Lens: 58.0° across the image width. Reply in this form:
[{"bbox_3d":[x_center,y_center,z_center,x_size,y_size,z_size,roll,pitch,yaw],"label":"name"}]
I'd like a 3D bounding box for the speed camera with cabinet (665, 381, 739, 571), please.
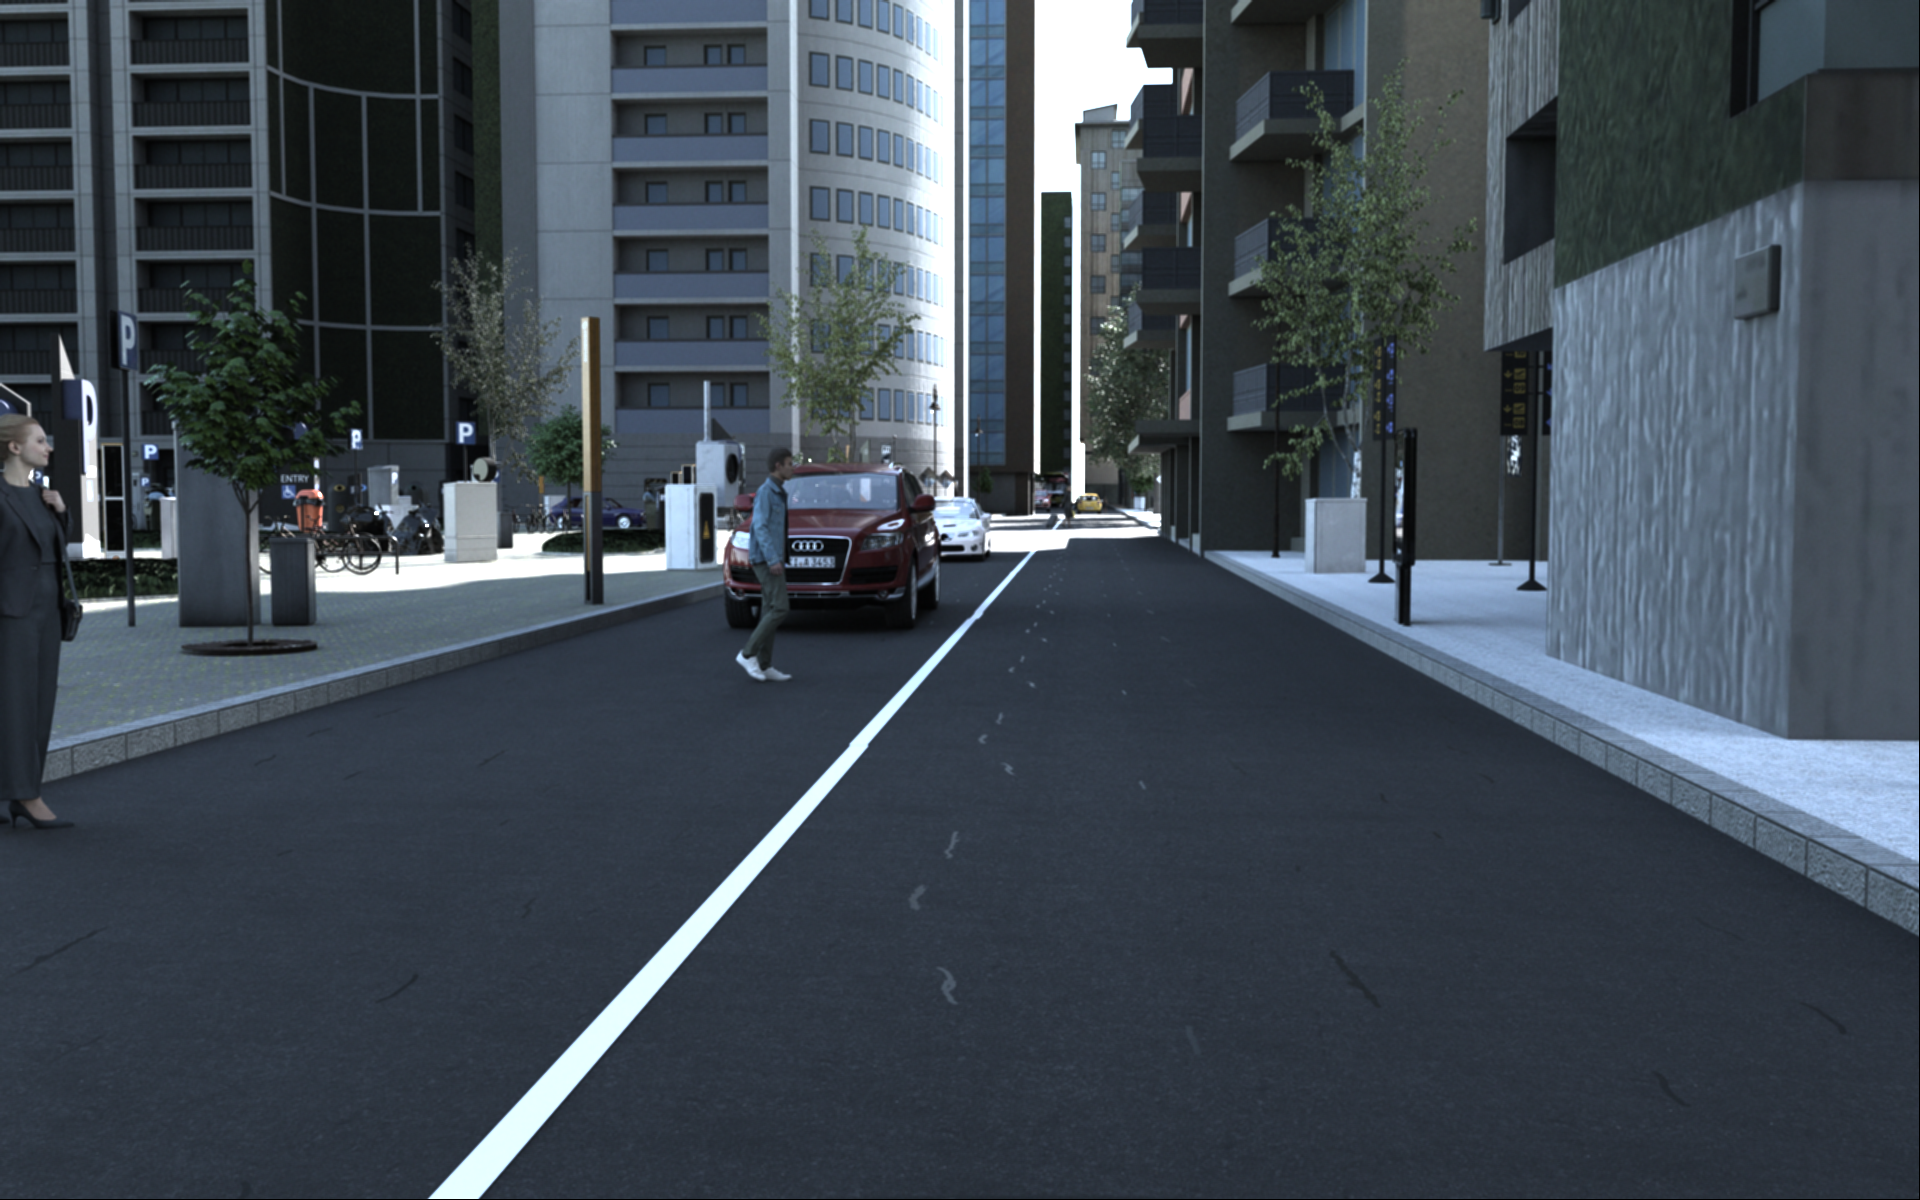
[{"bbox_3d":[-4.395,-2.159,29.641,0.660,3.252,2.038,1,4,13],"label":"speed camera with cabinet"}]

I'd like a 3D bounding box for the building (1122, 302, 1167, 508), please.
[{"bbox_3d":[30.025,-19.762,168.144,27.650,21.520,28.899,0,4,4],"label":"building"}]

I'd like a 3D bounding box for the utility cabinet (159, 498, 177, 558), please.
[{"bbox_3d":[-13.780,-1.212,30.984,0.306,1.237,1.020,1,4,23],"label":"utility cabinet"}]

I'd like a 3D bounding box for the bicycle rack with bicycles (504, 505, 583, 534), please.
[{"bbox_3d":[-13.600,-2.657,56.830,2.852,0.926,2.925,-2,4,-28],"label":"bicycle rack with bicycles"}]

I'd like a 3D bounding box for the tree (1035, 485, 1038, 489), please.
[{"bbox_3d":[8.227,-12.955,206.419,1.663,3.219,1.824,0,3,0],"label":"tree"}]

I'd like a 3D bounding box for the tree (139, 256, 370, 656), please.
[{"bbox_3d":[-5.701,-1.197,14.178,1.663,3.219,1.824,0,3,0],"label":"tree"}]

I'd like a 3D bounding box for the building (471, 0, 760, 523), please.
[{"bbox_3d":[-10.939,-33.503,89.773,21.231,58.520,28.212,0,4,4],"label":"building"}]

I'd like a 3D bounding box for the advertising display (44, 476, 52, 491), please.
[{"bbox_3d":[-33.153,-3.518,62.740,0.974,1.923,0.123,3,4,38],"label":"advertising display"}]

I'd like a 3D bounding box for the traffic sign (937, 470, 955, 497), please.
[{"bbox_3d":[-0.585,-4.166,71.749,0.795,2.450,0.064,0,4,4],"label":"traffic sign"}]

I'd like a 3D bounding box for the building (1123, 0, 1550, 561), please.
[{"bbox_3d":[15.629,-23.903,45.441,22.147,44.769,28.867,0,4,4],"label":"building"}]

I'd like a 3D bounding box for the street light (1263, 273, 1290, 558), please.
[{"bbox_3d":[6.393,-3.799,34.899,0.468,5.910,1.993,0,4,4],"label":"street light"}]

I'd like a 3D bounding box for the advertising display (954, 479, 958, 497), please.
[{"bbox_3d":[-0.189,-4.378,76.800,0.123,1.923,0.974,0,4,3],"label":"advertising display"}]

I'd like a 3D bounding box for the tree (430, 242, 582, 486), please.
[{"bbox_3d":[-13.602,-6.179,51.389,4.360,8.622,3.978,0,3,0],"label":"tree"}]

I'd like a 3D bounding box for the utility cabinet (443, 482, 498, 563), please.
[{"bbox_3d":[-9.188,-1.457,32.493,0.318,1.500,1.173,1,4,23],"label":"utility cabinet"}]

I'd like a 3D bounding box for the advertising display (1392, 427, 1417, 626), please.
[{"bbox_3d":[4.405,-0.732,17.185,0.123,1.923,0.974,1,4,8],"label":"advertising display"}]

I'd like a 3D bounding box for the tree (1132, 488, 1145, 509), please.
[{"bbox_3d":[15.721,-9.685,152.953,1.663,3.219,1.824,0,3,0],"label":"tree"}]

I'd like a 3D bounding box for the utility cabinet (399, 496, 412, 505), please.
[{"bbox_3d":[-17.419,-2.578,53.316,1.020,1.237,0.306,-2,4,-24],"label":"utility cabinet"}]

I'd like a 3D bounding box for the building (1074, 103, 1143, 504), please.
[{"bbox_3d":[29.654,-39.882,241.305,27.495,52.752,28.713,0,4,4],"label":"building"}]

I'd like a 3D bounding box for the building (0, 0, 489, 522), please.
[{"bbox_3d":[-34.419,-39.439,83.076,20.611,71.187,20.563,0,4,4],"label":"building"}]

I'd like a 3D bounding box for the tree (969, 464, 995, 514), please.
[{"bbox_3d":[1.643,-7.075,110.283,1.663,3.219,1.824,0,3,0],"label":"tree"}]

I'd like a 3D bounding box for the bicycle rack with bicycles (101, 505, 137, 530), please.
[{"bbox_3d":[-28.895,-2.700,57.527,2.852,0.926,2.925,-3,4,-38],"label":"bicycle rack with bicycles"}]

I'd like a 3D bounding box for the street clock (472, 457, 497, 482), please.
[{"bbox_3d":[-9.422,-1.822,34.359,0.471,2.002,0.358,2,4,34],"label":"street clock"}]

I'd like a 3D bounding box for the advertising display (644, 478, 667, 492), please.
[{"bbox_3d":[-12.611,-4.074,71.830,0.974,1.923,0.123,-3,4,-37],"label":"advertising display"}]

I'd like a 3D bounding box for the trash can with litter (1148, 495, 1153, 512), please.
[{"bbox_3d":[14.696,-7.125,127.544,2.233,1.210,1.678,1,4,14],"label":"trash can with litter"}]

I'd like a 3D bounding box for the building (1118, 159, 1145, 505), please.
[{"bbox_3d":[26.649,-32.428,213.793,14.154,41.232,14.086,0,4,4],"label":"building"}]

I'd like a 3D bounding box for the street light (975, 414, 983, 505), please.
[{"bbox_3d":[1.074,-7.751,99.510,0.468,5.910,1.993,0,4,4],"label":"street light"}]

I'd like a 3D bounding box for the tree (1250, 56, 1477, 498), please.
[{"bbox_3d":[6.904,-4.878,30.110,4.737,8.622,4.395,0,3,0],"label":"tree"}]

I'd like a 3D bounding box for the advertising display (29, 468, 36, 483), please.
[{"bbox_3d":[-17.009,-1.606,31.480,0.123,1.923,0.974,-1,4,-10],"label":"advertising display"}]

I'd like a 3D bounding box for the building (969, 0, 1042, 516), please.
[{"bbox_3d":[-1.564,-28.662,118.729,14.600,45.320,14.200,0,4,4],"label":"building"}]

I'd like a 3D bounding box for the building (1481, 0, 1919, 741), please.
[{"bbox_3d":[11.815,-14.846,14.440,14.160,30.474,14.107,0,4,4],"label":"building"}]

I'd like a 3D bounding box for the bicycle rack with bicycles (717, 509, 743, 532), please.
[{"bbox_3d":[-7.159,-2.792,59.034,2.852,0.926,2.925,-2,4,-35],"label":"bicycle rack with bicycles"}]

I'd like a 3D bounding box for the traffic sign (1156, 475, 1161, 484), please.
[{"bbox_3d":[8.435,-4.125,71.081,0.795,2.450,0.064,0,4,4],"label":"traffic sign"}]

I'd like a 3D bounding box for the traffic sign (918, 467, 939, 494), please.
[{"bbox_3d":[-1.159,-3.678,63.785,0.795,2.450,0.064,0,4,4],"label":"traffic sign"}]

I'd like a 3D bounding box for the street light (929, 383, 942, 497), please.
[{"bbox_3d":[-1.029,-6.066,71.971,0.468,5.910,1.993,0,4,4],"label":"street light"}]

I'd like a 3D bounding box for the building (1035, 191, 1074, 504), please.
[{"bbox_3d":[8.414,-33.797,236.171,14.086,41.232,14.154,0,4,4],"label":"building"}]

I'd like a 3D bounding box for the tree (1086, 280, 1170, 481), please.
[{"bbox_3d":[10.915,-10.516,88.949,9.611,12.733,9.660,0,3,0],"label":"tree"}]

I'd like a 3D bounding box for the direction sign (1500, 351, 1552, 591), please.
[{"bbox_3d":[7.639,-1.898,23.035,0.876,3.537,0.379,1,4,17],"label":"direction sign"}]

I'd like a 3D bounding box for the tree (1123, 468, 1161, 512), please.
[{"bbox_3d":[15.041,-9.482,138.740,4.285,4.588,4.351,0,3,0],"label":"tree"}]

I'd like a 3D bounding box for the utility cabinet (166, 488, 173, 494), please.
[{"bbox_3d":[-29.619,-3.392,64.138,1.173,1.500,0.318,-1,4,-17],"label":"utility cabinet"}]

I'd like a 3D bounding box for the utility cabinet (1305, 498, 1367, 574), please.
[{"bbox_3d":[6.105,-1.040,28.165,1.020,1.237,0.306,-2,4,-25],"label":"utility cabinet"}]

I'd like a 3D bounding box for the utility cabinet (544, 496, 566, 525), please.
[{"bbox_3d":[-17.023,-3.770,72.793,0.306,1.237,1.020,2,4,28],"label":"utility cabinet"}]

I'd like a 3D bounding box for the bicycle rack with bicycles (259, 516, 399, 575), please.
[{"bbox_3d":[-10.430,-0.884,27.831,2.925,0.926,2.852,-3,4,-36],"label":"bicycle rack with bicycles"}]

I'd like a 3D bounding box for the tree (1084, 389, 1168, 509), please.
[{"bbox_3d":[14.246,-13.498,146.439,9.928,11.665,9.643,0,3,0],"label":"tree"}]

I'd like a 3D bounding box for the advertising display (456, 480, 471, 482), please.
[{"bbox_3d":[-23.067,-4.615,80.661,0.974,1.923,0.123,2,4,31],"label":"advertising display"}]

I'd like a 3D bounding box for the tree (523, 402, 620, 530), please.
[{"bbox_3d":[-13.856,-4.774,61.761,4.285,4.588,4.351,0,3,0],"label":"tree"}]

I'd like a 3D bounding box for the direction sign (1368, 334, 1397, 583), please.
[{"bbox_3d":[6.119,-2.020,25.029,0.379,3.537,0.876,0,4,-5],"label":"direction sign"}]

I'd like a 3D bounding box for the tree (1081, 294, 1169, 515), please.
[{"bbox_3d":[12.476,-12.331,108.270,9.857,13.997,8.962,0,3,0],"label":"tree"}]
